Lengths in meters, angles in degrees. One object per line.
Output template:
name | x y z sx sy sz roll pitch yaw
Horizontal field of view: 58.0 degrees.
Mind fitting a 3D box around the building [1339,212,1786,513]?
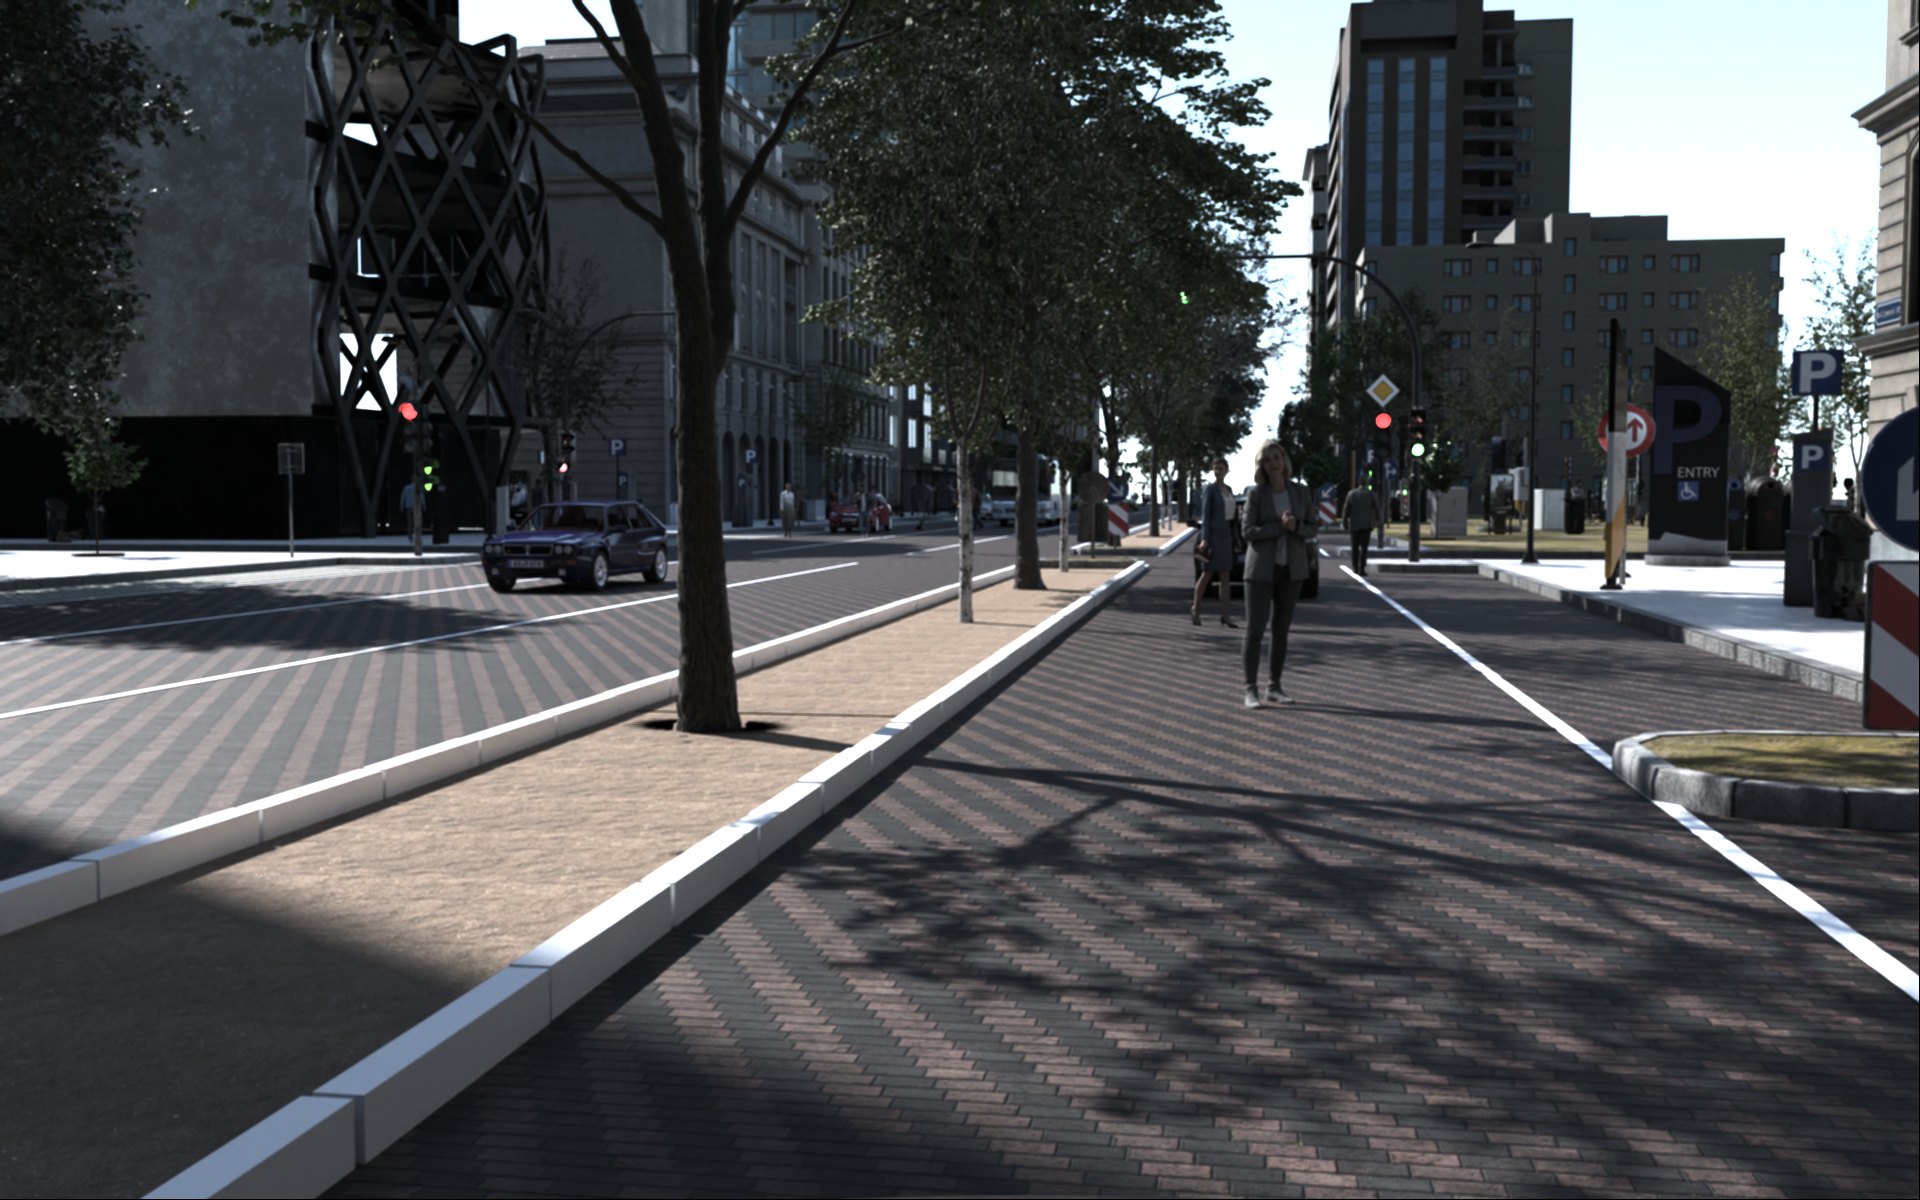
building | 44.152 -17.629 133.278 27.650 21.520 28.899 1 4 9

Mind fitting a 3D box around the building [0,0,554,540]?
building | -22.473 -11.567 56.579 16.820 18.784 16.811 1 4 9

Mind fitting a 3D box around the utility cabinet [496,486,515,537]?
utility cabinet | -12.431 -2.418 48.205 0.318 1.500 1.173 1 4 22

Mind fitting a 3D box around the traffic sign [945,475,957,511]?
traffic sign | -0.597 -6.971 114.075 0.768 2.556 0.104 1 4 15

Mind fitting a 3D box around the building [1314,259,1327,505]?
building | 50.429 -26.884 211.247 14.160 30.474 14.107 1 4 9

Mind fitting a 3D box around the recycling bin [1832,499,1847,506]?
recycling bin | 44.426 -4.582 87.465 0.722 1.027 0.722 -3 5 -41

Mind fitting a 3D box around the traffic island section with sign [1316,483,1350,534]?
traffic island section with sign | 13.262 -3.340 63.230 1.989 1.847 2.006 1 4 9

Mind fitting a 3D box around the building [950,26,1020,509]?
building | -6.406 -32.828 160.436 21.300 48.544 21.600 1 4 9

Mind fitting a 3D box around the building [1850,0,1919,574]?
building | 16.991 -11.671 9.900 14.460 24.649 34.723 1 4 9

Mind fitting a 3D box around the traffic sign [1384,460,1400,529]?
traffic sign | 15.857 -3.913 64.089 0.768 2.556 0.104 1 4 10

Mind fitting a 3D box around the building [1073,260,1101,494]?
building | 14.081 -37.672 266.051 14.600 45.320 14.200 1 4 9

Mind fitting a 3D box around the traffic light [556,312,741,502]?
traffic light | -7.871 -4.207 43.448 4.771 5.953 1.251 1 4 9

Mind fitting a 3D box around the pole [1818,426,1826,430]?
pole | 25.872 -3.561 52.068 0.158 3.312 0.155 0 3 0

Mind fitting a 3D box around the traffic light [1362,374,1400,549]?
traffic light | 9.852 -3.157 40.538 0.839 4.253 0.868 1 4 9

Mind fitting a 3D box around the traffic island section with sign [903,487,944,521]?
traffic island section with sign | -1.938 -5.167 93.101 1.989 1.847 2.006 1 4 9

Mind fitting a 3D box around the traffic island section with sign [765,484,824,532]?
traffic island section with sign | -6.285 -3.539 66.497 1.989 1.847 2.006 1 4 9

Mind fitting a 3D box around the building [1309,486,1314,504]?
building | 62.745 -32.839 228.791 32.217 40.220 23.993 1 4 9

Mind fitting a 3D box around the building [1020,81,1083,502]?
building | -0.441 -38.528 219.171 28.713 52.752 27.495 1 4 9

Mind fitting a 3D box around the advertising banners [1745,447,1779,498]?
advertising banners | 30.460 -4.266 65.938 0.090 3.025 2.074 -1 4 -10

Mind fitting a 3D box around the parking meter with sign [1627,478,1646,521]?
parking meter with sign | 32.078 -5.306 83.009 0.543 3.016 1.738 -2 4 -30

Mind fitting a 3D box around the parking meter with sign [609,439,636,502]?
parking meter with sign | -10.638 -3.618 55.419 0.543 3.016 1.738 1 4 10

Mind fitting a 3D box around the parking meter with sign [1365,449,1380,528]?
parking meter with sign | 15.937 -4.300 66.568 0.543 3.016 1.738 0 4 7

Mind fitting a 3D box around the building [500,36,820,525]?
building | -16.009 -14.737 82.757 13.314 21.916 24.055 1 4 9

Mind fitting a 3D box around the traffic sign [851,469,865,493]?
traffic sign | -5.111 -5.295 86.672 0.768 2.556 0.104 1 4 11

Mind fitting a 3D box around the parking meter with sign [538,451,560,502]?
parking meter with sign | -16.023 -4.454 69.090 1.738 3.016 0.543 3 4 36

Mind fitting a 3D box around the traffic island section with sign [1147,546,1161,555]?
traffic island section with sign | 3.758 -2.029 41.303 2.006 1.907 1.989 1 4 9

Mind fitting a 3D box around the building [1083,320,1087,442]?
building | 3.832 -40.194 246.410 28.713 52.752 27.495 1 4 9

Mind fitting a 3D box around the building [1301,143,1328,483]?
building | 64.836 -40.665 254.104 28.713 52.752 27.495 1 4 9

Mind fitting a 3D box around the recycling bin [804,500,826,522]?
recycling bin | -6.624 -4.067 79.057 0.722 1.027 0.722 2 4 33

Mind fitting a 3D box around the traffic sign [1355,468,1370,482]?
traffic sign | 19.259 -5.050 82.665 0.768 2.556 0.104 1 4 15

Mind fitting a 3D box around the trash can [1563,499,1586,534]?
trash can | 19.589 -2.664 55.208 0.748 1.137 0.748 0 3 0

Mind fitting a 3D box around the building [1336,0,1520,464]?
building | 41.431 -30.912 155.516 14.600 45.320 14.200 1 4 9

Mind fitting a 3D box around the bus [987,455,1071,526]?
bus | 3.419 -5.262 80.896 2.948 3.499 13.247 0 4 8

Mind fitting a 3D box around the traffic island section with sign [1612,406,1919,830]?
traffic island section with sign | 4.276 0.020 8.305 1.989 1.847 2.006 1 4 9

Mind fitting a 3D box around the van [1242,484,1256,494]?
van | 12.823 -4.111 74.233 2.013 2.044 4.112 1 4 11

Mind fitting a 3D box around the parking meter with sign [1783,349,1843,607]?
parking meter with sign | 9.978 -1.472 20.320 0.543 3.016 1.738 2 4 29

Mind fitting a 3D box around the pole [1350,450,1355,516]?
pole | 18.352 -5.329 80.975 0.158 3.312 0.155 0 3 0

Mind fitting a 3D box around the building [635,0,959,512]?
building | -12.337 -31.525 135.036 23.786 49.044 30.456 1 4 9

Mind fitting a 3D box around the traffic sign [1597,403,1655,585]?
traffic sign | 9.380 -1.489 24.450 0.768 2.556 0.104 1 4 17

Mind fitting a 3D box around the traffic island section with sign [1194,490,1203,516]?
traffic island section with sign | 15.883 -6.564 115.460 2.006 1.907 1.989 1 4 9

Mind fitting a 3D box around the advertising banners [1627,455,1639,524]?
advertising banners | 28.760 -4.757 73.967 0.090 3.025 2.074 2 4 33

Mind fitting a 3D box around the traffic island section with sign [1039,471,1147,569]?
traffic island section with sign | 2.552 -1.581 33.994 2.006 1.907 1.989 1 4 9

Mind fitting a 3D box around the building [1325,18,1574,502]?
building | 47.883 -33.564 172.469 21.300 48.544 21.600 1 4 9

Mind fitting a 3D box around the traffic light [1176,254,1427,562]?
traffic light | 6.483 -3.559 32.854 4.771 5.953 1.251 1 4 9

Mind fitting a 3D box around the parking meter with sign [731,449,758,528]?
parking meter with sign | -8.312 -4.307 66.672 0.543 3.016 1.738 1 4 13

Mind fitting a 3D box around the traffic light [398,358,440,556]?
traffic light | -11.239 -2.872 35.870 0.839 4.253 0.868 1 4 9

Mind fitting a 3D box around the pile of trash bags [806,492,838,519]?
pile of trash bags | -6.807 -4.769 87.726 1.912 1.369 3.447 -1 4 -22

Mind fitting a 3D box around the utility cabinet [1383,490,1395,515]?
utility cabinet | 26.292 -5.989 106.596 0.318 1.500 1.173 -1 4 -17

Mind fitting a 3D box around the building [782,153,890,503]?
building | -10.633 -15.545 103.309 9.793 20.994 18.267 1 4 9

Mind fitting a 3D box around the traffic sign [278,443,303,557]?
traffic sign | -13.504 -2.008 34.954 0.606 2.300 0.079 1 4 18

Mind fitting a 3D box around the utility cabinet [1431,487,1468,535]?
utility cabinet | 15.031 -2.723 53.193 1.173 1.500 0.318 -2 4 -25
